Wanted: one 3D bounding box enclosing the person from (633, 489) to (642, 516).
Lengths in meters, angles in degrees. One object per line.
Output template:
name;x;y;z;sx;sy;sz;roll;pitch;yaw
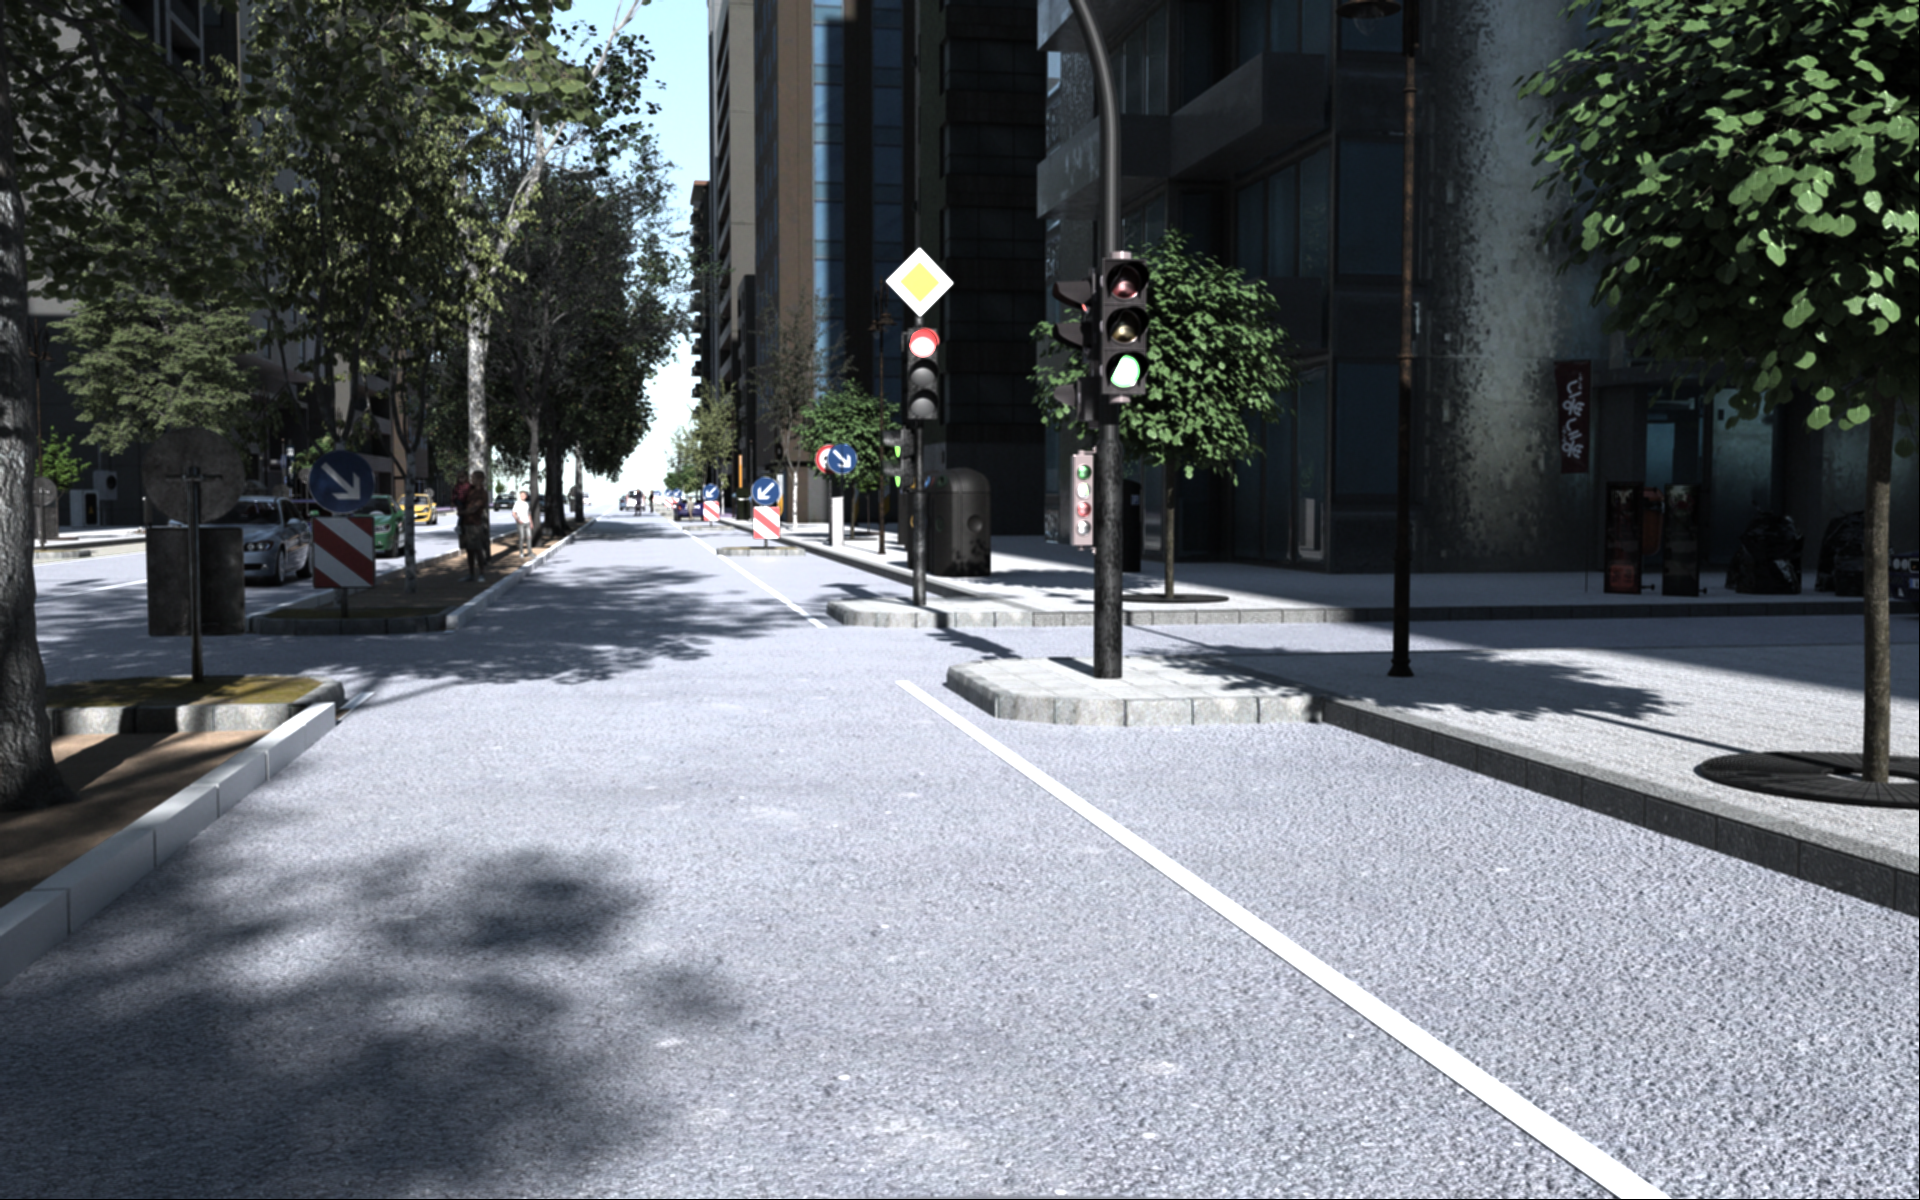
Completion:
person;-21.461;-6.485;114.974;0.568;1.767;0.683;1;4;22

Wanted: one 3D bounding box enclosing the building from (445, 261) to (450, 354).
building;-75.812;-31.886;213.221;32.217;40.220;23.993;-1;4;-11

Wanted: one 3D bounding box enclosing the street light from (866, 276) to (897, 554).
street light;-1.667;-3.917;36.825;0.468;5.910;1.993;-1;4;-11

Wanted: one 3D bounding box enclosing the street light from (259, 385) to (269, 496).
street light;-29.364;-6.143;73.228;0.468;5.910;1.993;-1;4;-11

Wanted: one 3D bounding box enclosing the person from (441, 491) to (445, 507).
person;-50.947;-9.869;170.781;0.530;1.710;0.541;-1;4;-11

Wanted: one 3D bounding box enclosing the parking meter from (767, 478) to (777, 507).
parking meter;-6.901;-3.524;63.327;0.399;1.863;0.255;0;4;4

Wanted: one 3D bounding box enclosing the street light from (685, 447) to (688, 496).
street light;-26.662;-11.997;168.945;0.468;5.910;1.993;-1;4;-11

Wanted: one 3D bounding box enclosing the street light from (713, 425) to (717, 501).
street light;-15.889;-8.527;112.208;0.468;5.910;1.993;-1;4;-11

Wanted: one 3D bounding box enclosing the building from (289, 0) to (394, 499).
building;-54.016;-30.691;125.497;21.300;48.544;21.600;-1;4;-11

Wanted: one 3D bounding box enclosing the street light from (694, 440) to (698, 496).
street light;-21.340;-10.267;140.645;0.468;5.910;1.993;-1;4;-11

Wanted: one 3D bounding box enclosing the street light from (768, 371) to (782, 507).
street light;-6.909;-5.635;64.925;0.468;5.910;1.993;-1;4;-11

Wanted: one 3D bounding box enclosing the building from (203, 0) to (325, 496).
building;-53.199;-31.275;100.586;28.713;52.752;27.495;-1;4;-11

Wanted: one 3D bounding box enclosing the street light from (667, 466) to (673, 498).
street light;-42.112;-16.953;249.966;0.468;5.910;1.993;-1;4;-11

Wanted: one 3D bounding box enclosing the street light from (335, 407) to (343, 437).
street light;-32.897;-7.284;91.887;0.468;5.910;1.993;-1;4;-11

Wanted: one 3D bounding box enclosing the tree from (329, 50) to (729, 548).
tree;-11.351;-8.135;45.842;12.009;13.543;11.850;0;3;0

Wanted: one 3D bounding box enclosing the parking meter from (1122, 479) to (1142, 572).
parking meter;2.789;-1.229;28.500;0.372;1.533;0.369;0;3;0

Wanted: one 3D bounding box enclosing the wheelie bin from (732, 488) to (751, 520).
wheelie bin;-10.773;-4.740;85.402;0.980;1.594;0.693;-1;4;-17

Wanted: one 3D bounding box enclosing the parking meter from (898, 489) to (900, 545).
parking meter;-1.351;-2.317;43.602;0.399;1.863;0.255;1;4;12

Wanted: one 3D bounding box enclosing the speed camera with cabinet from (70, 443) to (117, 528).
speed camera with cabinet;-33.144;-4.399;66.253;0.660;3.252;2.038;1;4;10

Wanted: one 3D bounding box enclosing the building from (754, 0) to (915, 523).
building;-2.366;-26.442;82.438;14.600;45.320;14.200;-1;4;-11

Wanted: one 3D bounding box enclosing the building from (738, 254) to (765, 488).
building;-2.301;-17.657;133.730;27.650;21.520;28.899;-1;4;-11

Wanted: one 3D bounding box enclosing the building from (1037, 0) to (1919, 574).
building;16.640;-25.583;37.896;30.456;49.044;23.786;-1;4;-11

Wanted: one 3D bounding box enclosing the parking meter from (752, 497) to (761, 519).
parking meter;-9.256;-4.501;79.307;0.255;1.863;0.399;0;4;2

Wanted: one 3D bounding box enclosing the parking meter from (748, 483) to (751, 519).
parking meter;-10.886;-5.185;90.493;0.255;1.863;0.399;2;4;24

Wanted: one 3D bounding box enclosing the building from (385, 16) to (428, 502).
building;-52.583;-30.210;144.052;14.600;45.320;14.200;-1;4;-11

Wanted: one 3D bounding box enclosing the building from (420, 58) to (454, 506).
building;-66.787;-34.703;187.002;23.786;49.044;30.456;-1;4;-11

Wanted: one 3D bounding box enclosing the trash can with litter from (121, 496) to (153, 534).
trash can with litter;-26.771;-2.789;56.657;1.678;1.210;2.233;-1;4;-12

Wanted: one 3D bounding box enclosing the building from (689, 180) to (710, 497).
building;-25.831;-35.736;238.906;22.147;44.769;28.867;-1;4;-11

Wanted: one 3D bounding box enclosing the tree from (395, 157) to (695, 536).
tree;-13.813;-8.489;58.264;9.611;12.733;9.660;0;3;0

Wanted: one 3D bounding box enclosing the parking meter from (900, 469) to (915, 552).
parking meter;-1.046;-2.007;38.532;0.399;1.863;0.255;1;4;16

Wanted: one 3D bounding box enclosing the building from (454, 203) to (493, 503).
building;-71.206;-33.666;234.038;14.154;41.232;14.086;-1;4;-11

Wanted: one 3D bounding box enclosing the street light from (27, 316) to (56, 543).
street light;-23.998;-4.426;45.152;0.468;5.910;1.993;-1;4;-11

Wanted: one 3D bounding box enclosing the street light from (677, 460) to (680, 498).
street light;-31.449;-13.518;193.799;0.468;5.910;1.993;-1;4;-11

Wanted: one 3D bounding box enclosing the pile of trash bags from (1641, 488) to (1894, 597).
pile of trash bags;10.516;-0.805;22.921;3.447;1.369;1.912;2;4;33

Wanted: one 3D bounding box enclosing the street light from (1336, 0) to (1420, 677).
street light;3.111;-2.401;12.049;0.468;5.910;1.993;-1;4;-11

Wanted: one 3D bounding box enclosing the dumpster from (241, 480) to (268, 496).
dumpster;-28.863;-3.941;70.198;1.264;1.857;1.865;-1;4;-11

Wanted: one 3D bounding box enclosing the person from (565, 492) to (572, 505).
person;-50.728;-13.160;224.495;0.721;1.723;1.217;2;4;31

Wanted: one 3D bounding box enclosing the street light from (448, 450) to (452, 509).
street light;-43.609;-10.739;148.370;0.468;5.910;1.993;-1;4;-11

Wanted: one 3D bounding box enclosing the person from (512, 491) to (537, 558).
person;-9.741;-1.693;38.773;0.523;1.515;0.503;1;4;12

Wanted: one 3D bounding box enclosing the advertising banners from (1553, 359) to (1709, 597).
advertising banners;8.542;-1.589;22.172;0.090;3.025;2.074;-3;5;-43

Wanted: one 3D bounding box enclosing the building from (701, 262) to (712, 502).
building;-25.470;-27.271;217.582;14.160;30.474;14.107;-1;4;-11

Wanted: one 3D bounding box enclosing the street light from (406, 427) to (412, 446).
street light;-38.230;-9.008;120.071;0.468;5.910;1.993;-1;4;-11

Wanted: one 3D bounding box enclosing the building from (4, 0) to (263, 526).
building;-43.314;-39.030;76.391;20.563;71.187;20.611;-1;4;-11

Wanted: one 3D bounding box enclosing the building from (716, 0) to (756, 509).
building;-10.667;-32.616;156.973;21.300;48.544;21.600;-1;4;-11

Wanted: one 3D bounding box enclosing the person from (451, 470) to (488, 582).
person;-7.974;-1.206;28.200;0.580;1.828;0.573;-1;4;-10

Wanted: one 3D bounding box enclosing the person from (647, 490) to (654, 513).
person;-23.953;-7.628;134.046;0.721;1.723;1.217;-2;4;-27

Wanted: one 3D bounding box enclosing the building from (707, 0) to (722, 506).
building;-17.803;-40.042;196.680;21.231;58.520;28.212;-1;4;-11

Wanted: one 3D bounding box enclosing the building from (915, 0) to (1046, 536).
building;5.191;-17.653;60.330;14.160;30.474;14.107;-1;4;-11

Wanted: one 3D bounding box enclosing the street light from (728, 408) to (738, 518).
street light;-12.183;-7.354;93.019;0.468;5.910;1.993;-1;4;-11

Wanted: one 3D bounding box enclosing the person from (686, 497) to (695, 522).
person;-13.763;-4.623;88.366;0.640;1.303;0.475;2;4;35

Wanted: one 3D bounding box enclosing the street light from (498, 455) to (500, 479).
street light;-53.910;-14.047;202.455;0.468;5.910;1.993;-1;4;-11
